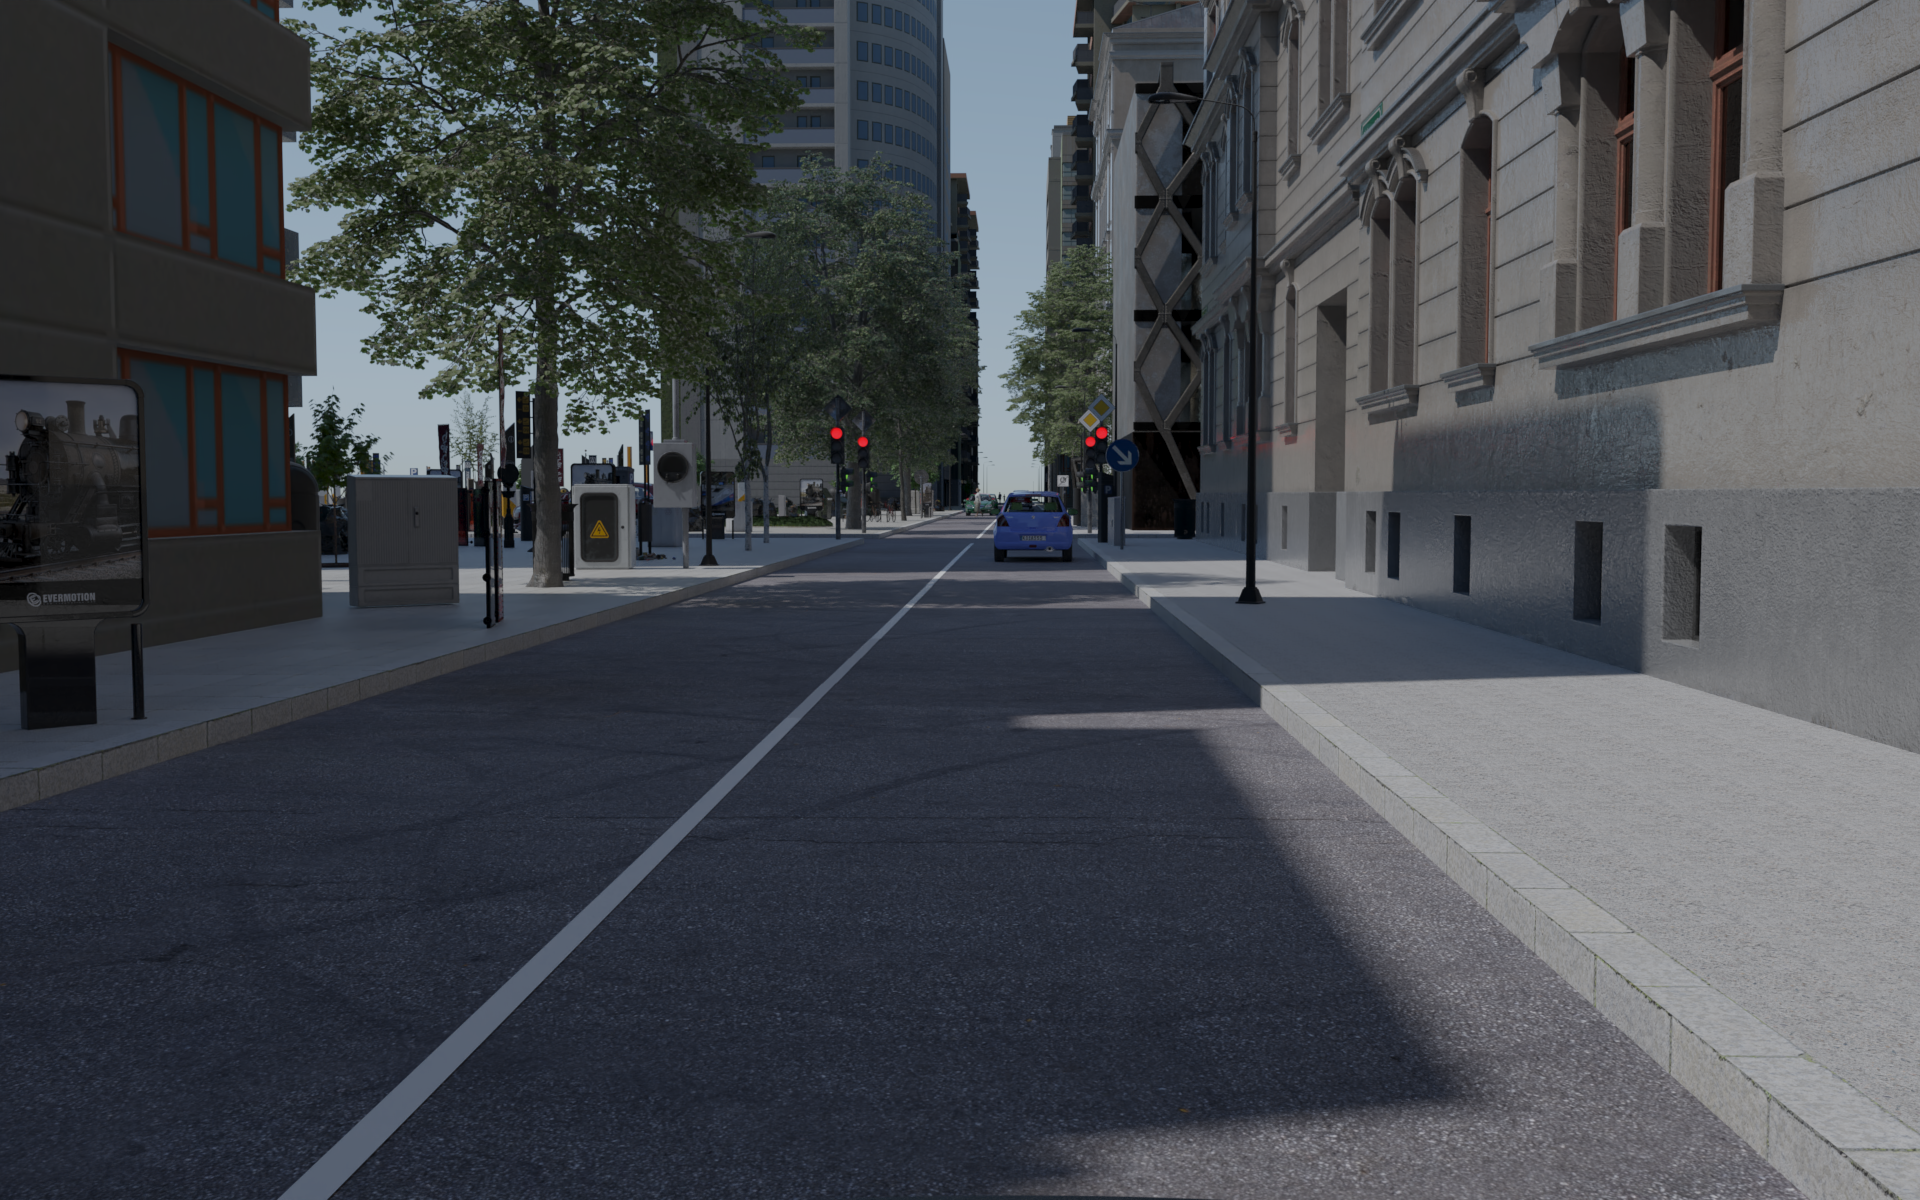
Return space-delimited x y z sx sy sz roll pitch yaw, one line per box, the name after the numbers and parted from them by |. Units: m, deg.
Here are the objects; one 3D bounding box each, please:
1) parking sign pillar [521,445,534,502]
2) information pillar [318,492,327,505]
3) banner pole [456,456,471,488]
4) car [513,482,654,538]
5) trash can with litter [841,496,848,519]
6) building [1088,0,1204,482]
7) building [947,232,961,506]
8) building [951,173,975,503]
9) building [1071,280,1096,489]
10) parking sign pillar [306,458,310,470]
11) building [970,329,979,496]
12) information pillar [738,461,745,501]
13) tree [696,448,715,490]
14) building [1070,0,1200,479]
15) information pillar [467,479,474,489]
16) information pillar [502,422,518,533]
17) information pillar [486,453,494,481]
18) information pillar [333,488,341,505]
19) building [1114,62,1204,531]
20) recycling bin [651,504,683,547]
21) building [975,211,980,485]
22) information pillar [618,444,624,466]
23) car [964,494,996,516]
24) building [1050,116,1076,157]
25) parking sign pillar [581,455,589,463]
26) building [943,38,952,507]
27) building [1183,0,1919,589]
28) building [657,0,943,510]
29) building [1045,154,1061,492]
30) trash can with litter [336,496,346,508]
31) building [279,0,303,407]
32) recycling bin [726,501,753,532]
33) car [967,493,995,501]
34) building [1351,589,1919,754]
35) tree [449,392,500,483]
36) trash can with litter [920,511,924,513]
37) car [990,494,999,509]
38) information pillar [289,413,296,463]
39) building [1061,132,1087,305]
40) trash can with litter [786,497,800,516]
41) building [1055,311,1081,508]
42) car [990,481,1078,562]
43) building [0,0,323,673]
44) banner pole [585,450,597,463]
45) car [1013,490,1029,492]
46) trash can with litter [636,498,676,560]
-22.727 -6.320 91.796 1.447 3.967 1.447 3 5 44 | parking sign pillar
-34.290 -6.218 93.025 0.504 3.616 0.183 -1 4 -9 | information pillar
-32.308 -7.536 113.226 0.863 3.779 0.401 1 4 17 | banner pole
-11.272 -2.771 53.971 5.304 1.827 2.281 0 4 3 | car
-5.836 -4.769 89.366 0.624 1.170 1.055 -2 4 -35 | trash can with litter
14.214 -19.053 97.415 13.634 28.700 20.117 0 4 2 | building
-7.143 -26.066 197.886 14.160 30.474 14.107 0 4 2 | building
-9.794 -35.233 230.678 22.147 44.769 28.867 0 4 2 | building
16.237 -15.572 122.048 16.820 18.784 16.811 0 4 2 | building
-43.800 -7.865 117.062 1.447 3.967 1.447 0 4 -8 | parking sign pillar
-4.200 -31.208 281.956 14.160 30.474 14.107 0 4 2 | building
-15.555 -8.059 123.114 0.504 3.616 0.183 -1 4 -17 | information pillar
-16.670 -7.436 105.299 4.285 4.588 4.351 0 3 0 | tree
20.610 -30.117 147.030 22.147 44.769 28.867 0 4 2 | building
-23.452 -4.805 83.057 0.304 2.012 0.304 -1 4 -22 | information pillar
-14.692 -3.981 56.438 0.504 3.616 0.183 -3 5 -44 | information pillar
-26.433 -6.516 97.894 0.183 3.616 0.504 0 4 1 | information pillar
-36.602 -6.750 101.710 0.183 3.616 0.504 3 4 39 | information pillar
14.582 -12.090 65.124 16.811 18.784 16.820 0 4 2 | building
-7.156 -1.809 42.124 0.722 1.027 0.722 1 4 9 | recycling bin
-8.289 -37.039 260.206 22.147 44.769 28.867 0 4 2 | building
-15.829 -5.480 80.952 0.183 3.616 0.504 1 4 11 | information pillar
1.329 -6.324 115.201 2.131 1.459 4.920 0 4 2 | car
24.904 -44.876 275.715 21.231 58.520 28.212 0 4 2 | building
-25.258 -7.973 118.824 1.447 3.967 1.447 -2 4 -29 | parking sign pillar
-8.106 -31.698 168.373 14.600 45.320 14.200 0 4 2 | building
12.232 -15.145 35.009 14.401 28.519 23.554 0 4 2 | building
-12.538 -36.947 146.078 21.231 58.520 28.212 0 4 2 | building
22.518 -37.480 236.498 21.300 48.544 21.600 0 4 2 | building
-28.764 -4.215 79.979 2.233 1.210 1.678 2 4 29 | trash can with litter
-31.746 -25.460 35.886 30.456 49.044 23.786 0 4 2 | building
-7.515 -2.837 58.941 0.722 1.027 0.722 -2 4 -27 | recycling bin
1.585 -7.340 129.050 2.155 1.783 4.494 0 4 3 | car
11.084 -13.709 11.525 14.401 28.519 23.554 0 4 2 | building
-34.324 -10.530 122.531 4.737 8.622 4.395 0 3 0 | tree
-3.084 -6.552 118.177 2.233 1.210 1.678 -2 4 -24 | trash can with litter
2.511 -8.850 153.485 1.959 1.807 4.718 0 4 1 | car
-19.507 -3.605 50.292 0.504 3.616 0.183 0 4 5 | information pillar
18.502 -31.488 198.426 14.154 41.232 14.086 0 4 2 | building
-8.541 -4.680 87.907 1.055 1.170 0.624 -1 4 -19 | trash can with litter
23.855 -20.326 177.369 27.650 21.520 28.899 0 4 2 | building
1.620 -1.732 37.904 1.945 1.707 3.694 0 4 3 | car
-21.000 -9.694 3.538 27.650 21.520 28.899 0 4 2 | building
-20.816 -6.573 97.486 0.863 3.779 0.401 -2 4 -27 | banner pole
5.608 -9.146 158.204 2.281 1.827 5.304 0 4 3 | car
-6.394 -1.394 33.844 1.678 1.210 2.233 1 4 10 | trash can with litter
